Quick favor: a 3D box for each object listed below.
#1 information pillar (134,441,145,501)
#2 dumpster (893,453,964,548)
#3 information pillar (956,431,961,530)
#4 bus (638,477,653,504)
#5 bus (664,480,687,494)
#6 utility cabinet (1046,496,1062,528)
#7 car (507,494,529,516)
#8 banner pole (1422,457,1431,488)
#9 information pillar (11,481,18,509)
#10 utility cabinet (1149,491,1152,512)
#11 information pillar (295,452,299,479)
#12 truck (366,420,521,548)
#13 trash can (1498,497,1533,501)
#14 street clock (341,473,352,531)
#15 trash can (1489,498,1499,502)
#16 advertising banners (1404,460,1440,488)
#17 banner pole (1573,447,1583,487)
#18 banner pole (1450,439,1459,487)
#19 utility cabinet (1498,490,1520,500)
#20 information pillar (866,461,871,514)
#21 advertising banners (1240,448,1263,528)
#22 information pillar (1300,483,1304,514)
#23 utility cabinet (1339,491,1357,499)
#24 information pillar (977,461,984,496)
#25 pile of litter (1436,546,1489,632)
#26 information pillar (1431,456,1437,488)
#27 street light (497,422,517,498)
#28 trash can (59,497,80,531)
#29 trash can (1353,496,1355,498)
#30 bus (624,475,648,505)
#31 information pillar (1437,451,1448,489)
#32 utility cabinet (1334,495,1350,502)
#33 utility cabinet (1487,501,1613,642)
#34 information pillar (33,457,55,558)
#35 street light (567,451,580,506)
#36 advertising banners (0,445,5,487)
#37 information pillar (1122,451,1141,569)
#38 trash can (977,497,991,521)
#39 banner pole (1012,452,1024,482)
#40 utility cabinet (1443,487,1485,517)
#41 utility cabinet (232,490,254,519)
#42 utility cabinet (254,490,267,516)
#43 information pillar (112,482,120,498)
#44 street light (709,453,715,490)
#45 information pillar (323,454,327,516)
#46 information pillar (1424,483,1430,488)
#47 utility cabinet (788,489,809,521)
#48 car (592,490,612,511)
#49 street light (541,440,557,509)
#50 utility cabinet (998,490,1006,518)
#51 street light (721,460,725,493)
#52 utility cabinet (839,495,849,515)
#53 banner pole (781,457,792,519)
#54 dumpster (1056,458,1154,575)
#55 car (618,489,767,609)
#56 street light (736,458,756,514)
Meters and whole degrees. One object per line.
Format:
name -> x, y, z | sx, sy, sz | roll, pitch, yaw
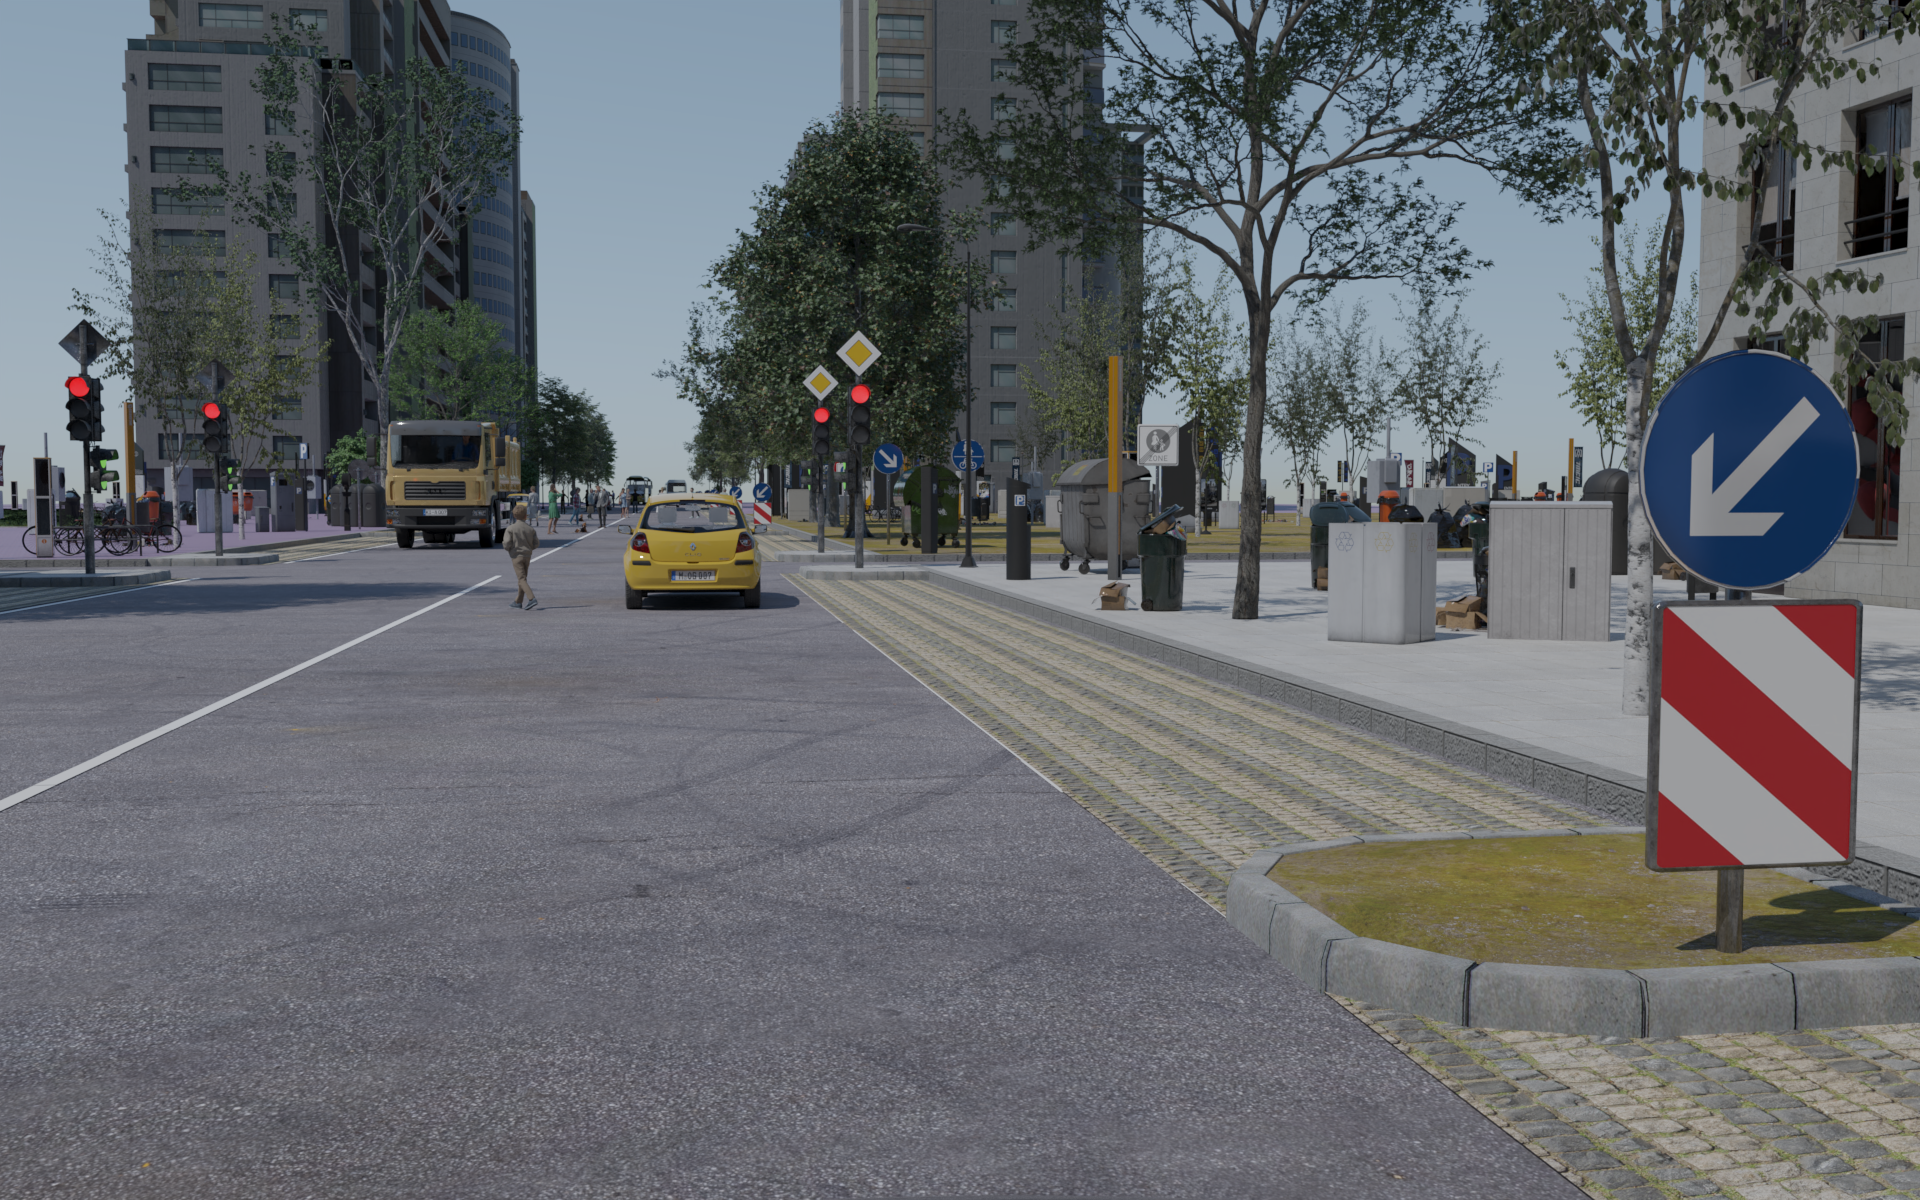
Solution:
information pillar -> -36.407, -5.227, 76.816 | 0.504, 3.616, 0.183 | 1, 4, 13
dumpster -> -0.749, -2.402, 41.763 | 1.502, 2.255, 1.985 | -1, 4, -9
information pillar -> -0.058, -4.321, 62.007 | 0.183, 3.616, 0.504 | -1, 4, -13
bus -> -45.576, -15.754, 249.124 | 2.896, 3.916, 12.252 | -1, 4, -9
bus -> -37.332, -14.211, 227.208 | 2.948, 3.499, 13.247 | -1, 4, -11
utility cabinet -> 3.752, -3.375, 66.344 | 0.306, 1.237, 1.020 | -3, 5, -44
car -> -25.894, -5.593, 101.670 | 2.015, 1.641, 3.980 | -1, 4, -10
banner pole -> 31.536, -7.778, 117.186 | 0.863, 3.779, 0.401 | 0, 3, 0
information pillar -> -53.464, -5.716, 97.943 | 0.304, 2.012, 0.304 | -1, 4, -20
utility cabinet -> 12.295, -6.446, 114.069 | 1.173, 1.500, 0.318 | -3, 4, -38
information pillar -> -36.891, -6.428, 96.459 | 0.183, 3.616, 0.504 | 0, 4, -8
truck -> -14.017, -3.198, 48.211 | 3.469, 3.379, 9.791 | -1, 4, -9
trash can -> 17.516, -2.610, 54.326 | 0.748, 1.137, 0.748 | 0, 3, 0
street clock -> -21.288, -3.399, 60.142 | 0.358, 2.002, 0.471 | 0, 4, -6
trash can -> 21.367, -3.497, 68.833 | 0.748, 1.137, 0.748 | 0, 3, 0
advertising banners -> 23.531, -5.615, 87.999 | 2.074, 3.025, 0.090 | 0, 4, -7
banner pole -> 28.452, -5.513, 80.150 | 0.863, 3.779, 0.401 | -1, 4, -12
banner pole -> 22.123, -5.352, 77.523 | 0.401, 3.779, 0.863 | 3, 5, 41
utility cabinet -> 30.521, -5.364, 96.383 | 1.173, 1.500, 0.318 | 0, 4, 1
information pillar -> -5.805, -7.246, 109.823 | 0.183, 3.616, 0.504 | -3, 5, -40
advertising banners -> 10.918, -4.194, 64.764 | 0.090, 3.025, 2.074 | 2, 4, 32
information pillar -> 22.107, -6.576, 112.008 | 0.304, 2.012, 0.304 | 0, 4, 8
utility cabinet -> 24.688, -6.211, 110.228 | 0.318, 1.500, 1.173 | -3, 5, -41
information pillar -> 1.313, -7.195, 108.985 | 0.504, 3.616, 0.183 | 0, 4, 7
pile of litter -> 4.969, -0.176, 16.850 | 1.176, 0.858, 1.719 | 2, 4, 26
information pillar -> 28.295, -6.847, 103.307 | 0.504, 3.616, 0.183 | 3, 5, 42
street light -> -29.142, -8.486, 111.284 | 1.470, 5.913, 1.316 | -1, 4, -9
trash can -> -31.362, -3.015, 60.953 | 0.748, 1.137, 0.748 | 0, 3, 0
trash can -> 23.548, -5.709, 104.994 | 0.748, 1.137, 0.748 | 0, 3, 0
bus -> -43.251, -14.705, 231.965 | 2.896, 3.916, 12.252 | -1, 4, -8
information pillar -> 25.768, -6.162, 92.104 | 0.504, 3.616, 0.183 | 1, 4, 23
utility cabinet -> 21.748, -5.329, 98.294 | 1.020, 1.237, 0.306 | -1, 4, -14
utility cabinet -> 5.198, -0.252, 15.278 | 1.020, 1.237, 0.306 | 1, 4, 19
information pillar -> -18.409, -1.854, 34.805 | 0.304, 2.012, 0.304 | -1, 4, -22
street light -> -41.295, -12.987, 184.882 | 1.470, 5.913, 1.316 | -1, 4, -9
advertising banners -> -34.246, -3.941, 60.628 | 0.090, 3.025, 2.074 | 1, 4, 20
information pillar -> 2.911, -1.551, 29.851 | 0.304, 2.012, 0.304 | -3, 4, -36
trash can -> 1.104, -4.344, 82.673 | 0.748, 1.137, 0.748 | 0, 3, 0
banner pole -> 3.504, -6.937, 103.436 | 0.863, 3.779, 0.401 | 0, 4, -7
utility cabinet -> 15.074, -2.640, 51.836 | 1.173, 1.500, 0.318 | 0, 4, 2
utility cabinet -> -36.449, -4.838, 87.784 | 1.173, 1.500, 0.318 | 2, 4, 30
utility cabinet -> -40.333, -5.546, 99.357 | 0.318, 1.500, 1.173 | 2, 4, 28
information pillar -> -50.697, -6.092, 104.101 | 0.304, 2.012, 0.304 | 1, 4, 13
street light -> -27.545, -13.682, 196.242 | 1.470, 5.913, 1.316 | -1, 4, -9
information pillar -> -36.725, -6.657, 100.193 | 0.183, 3.616, 0.504 | -1, 4, -14
information pillar -> 31.406, -6.858, 116.617 | 0.304, 2.012, 0.304 | 0, 4, -5
utility cabinet -> -7.613, -4.535, 82.830 | 1.173, 1.500, 0.318 | -1, 4, -14
car -> -31.564, -8.737, 151.523 | 2.281, 1.827, 5.304 | -1, 4, -9
street light -> -35.121, -10.733, 148.024 | 1.470, 5.913, 1.316 | -1, 4, -9
utility cabinet -> 2.588, -5.058, 91.374 | 1.173, 1.500, 0.318 | 2, 4, 29
street light -> -20.039, -10.903, 150.802 | 1.470, 5.913, 1.316 | -1, 4, -9
utility cabinet -> -7.054, -5.814, 106.215 | 1.020, 1.237, 0.306 | -3, 5, -42
banner pole -> -8.872, -5.989, 87.942 | 0.863, 3.779, 0.401 | 2, 4, 29
dumpster -> 2.367, -1.377, 28.277 | 1.264, 1.857, 1.865 | -1, 4, -9
car -> -3.554, -0.785, 23.057 | 2.015, 1.641, 3.980 | -1, 4, -9
street light -> -13.990, -8.636, 113.734 | 1.470, 5.913, 1.316 | -1, 4, -9
